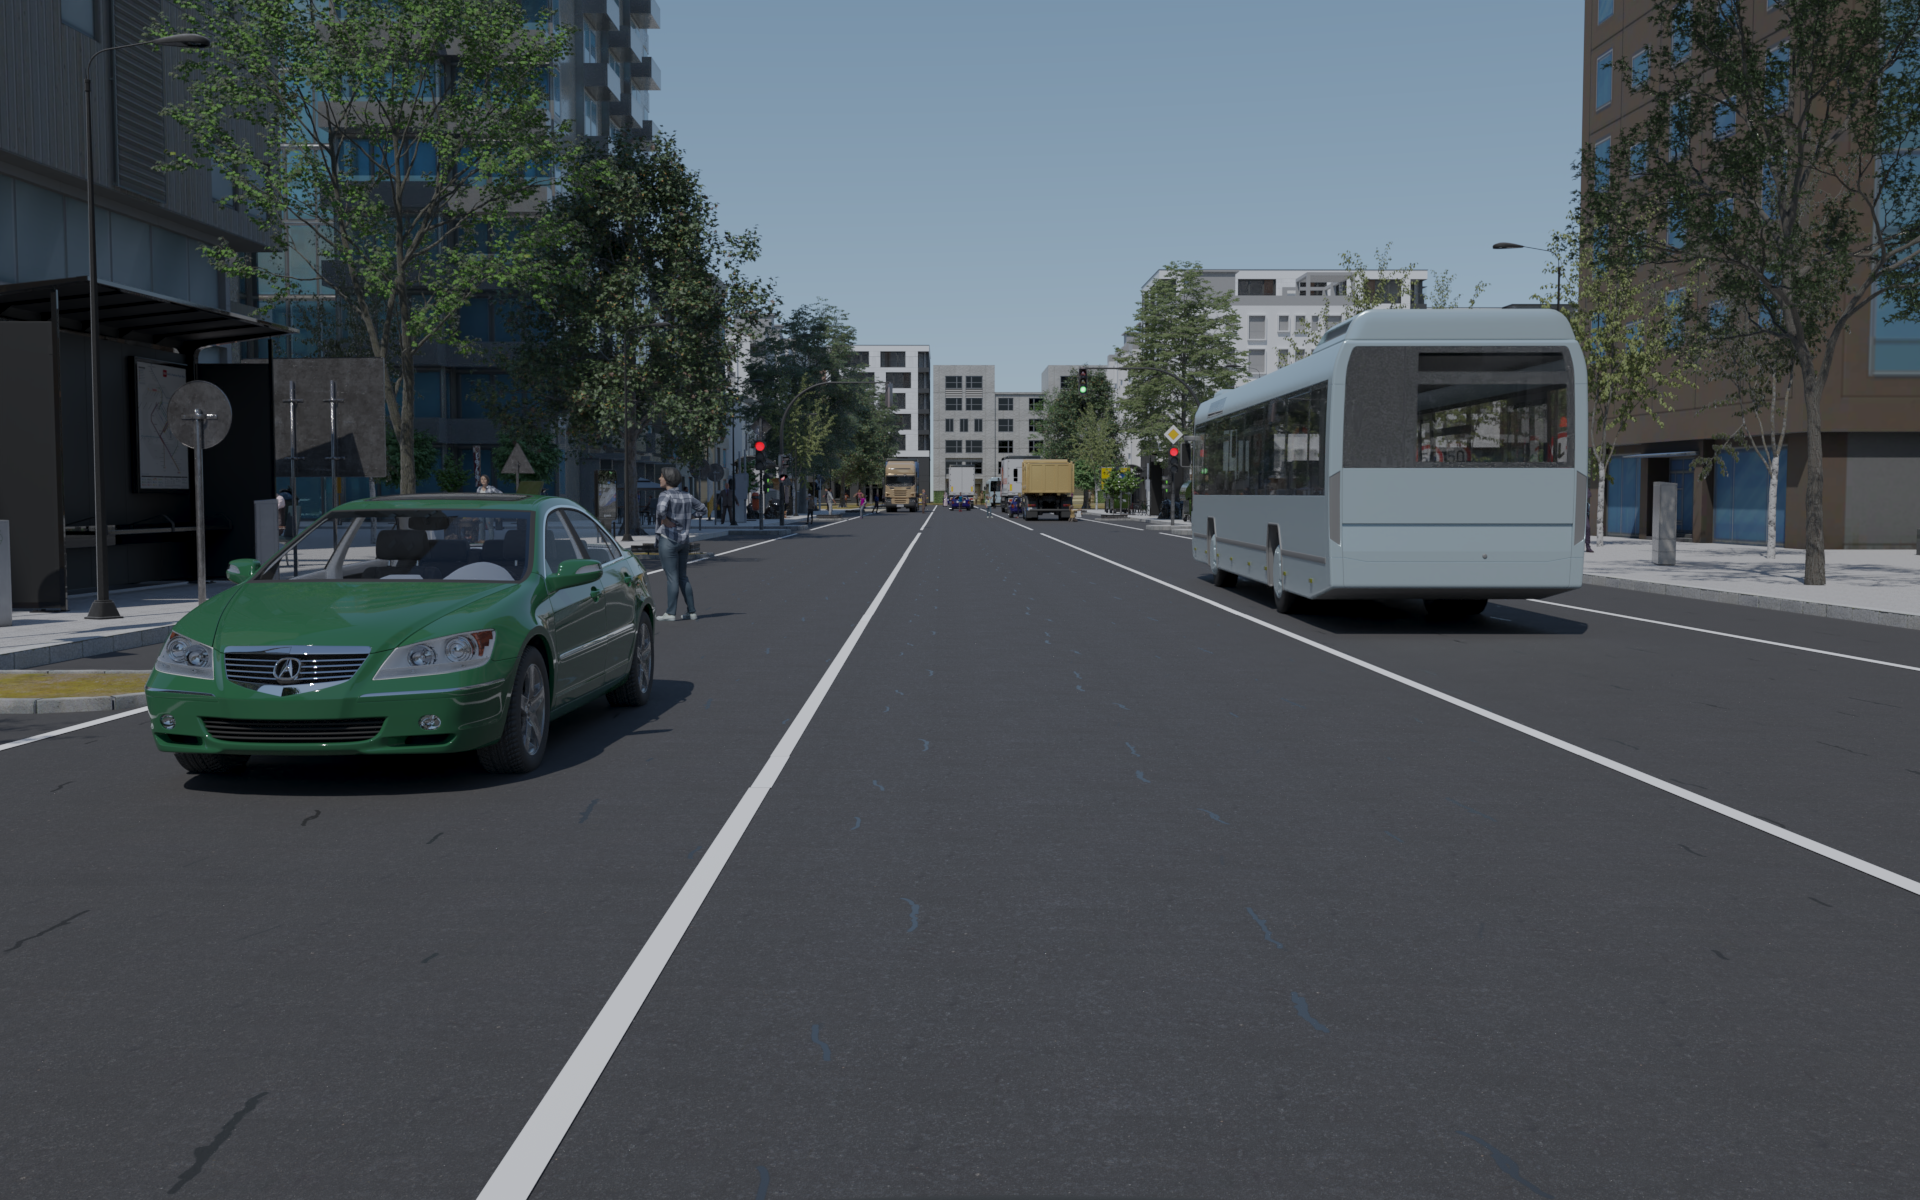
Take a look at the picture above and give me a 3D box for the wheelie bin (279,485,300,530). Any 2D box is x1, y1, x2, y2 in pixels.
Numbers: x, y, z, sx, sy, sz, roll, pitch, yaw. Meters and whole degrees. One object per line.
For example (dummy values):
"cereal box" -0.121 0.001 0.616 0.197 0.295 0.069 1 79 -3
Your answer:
"wheelie bin" -23.953 -3.300 61.863 0.693 1.594 0.980 -1 4 -18

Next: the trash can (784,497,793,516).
"trash can" -10.093 -5.497 101.536 0.748 1.137 0.748 0 3 0

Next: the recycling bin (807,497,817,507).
"recycling bin" -11.398 -7.333 132.453 0.722 1.027 0.722 -1 4 -23

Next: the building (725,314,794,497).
"building" -26.013 -19.738 179.144 16.016 20.091 11.380 0 4 -1

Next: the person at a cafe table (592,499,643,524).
"person at a cafe table" -14.982 -3.902 74.651 1.726 1.238 1.698 -3 5 -43

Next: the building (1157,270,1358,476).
"building" 25.544 -18.073 151.907 16.016 20.091 11.380 0 4 -1

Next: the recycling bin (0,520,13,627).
"recycling bin" -9.644 -0.247 16.588 0.722 1.027 0.722 1 4 18

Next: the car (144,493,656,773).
"car" -3.065 0.085 10.411 2.131 1.459 4.920 0 4 1

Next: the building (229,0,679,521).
"building" -28.207 -28.854 91.367 23.786 49.044 30.456 0 4 -1

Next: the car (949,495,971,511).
"car" 0.004 -8.359 149.251 1.945 1.354 3.894 0 4 -2

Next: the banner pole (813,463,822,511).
"banner pole" -10.711 -8.530 129.480 0.863 3.779 0.401 1 4 10

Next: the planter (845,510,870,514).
"planter" -7.397 -6.202 122.542 1.991 0.319 1.994 0 4 -1

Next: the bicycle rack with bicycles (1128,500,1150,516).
"bicycle rack with bicycles" 11.272 -5.487 103.088 2.852 0.926 2.925 0 4 1

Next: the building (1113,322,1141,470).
"building" 26.170 -20.761 195.859 16.016 20.091 11.380 0 4 -1

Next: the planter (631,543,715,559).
"planter" -6.619 -1.106 39.224 1.991 0.319 1.994 0 4 -1

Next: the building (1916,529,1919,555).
"building" 29.817 -29.462 23.701 21.231 58.520 28.212 0 4 -1

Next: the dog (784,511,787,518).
"dog" -9.400 -4.529 91.777 0.550 0.427 0.748 -3 5 -42

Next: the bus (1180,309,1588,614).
"bus" 5.097 -1.773 23.852 2.948 3.499 13.247 0 4 1

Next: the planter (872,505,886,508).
"planter" -7.855 -9.280 172.875 1.991 0.319 1.994 0 4 -1

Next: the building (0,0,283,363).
"building" -33.486 -27.466 38.301 27.495 52.752 28.713 0 4 -1

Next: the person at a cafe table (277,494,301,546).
"person at a cafe table" -12.389 -1.332 30.295 1.698 1.524 1.622 3 5 42

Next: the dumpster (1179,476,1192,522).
"dumpster" 10.860 -4.666 78.788 1.502 2.255 1.985 0 4 0

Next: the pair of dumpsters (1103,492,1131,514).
"pair of dumpsters" 10.391 -6.803 113.728 1.574 2.255 4.437 0 4 -1

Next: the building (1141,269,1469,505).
"building" 31.813 -20.178 173.892 27.936 21.610 32.646 0 4 -1

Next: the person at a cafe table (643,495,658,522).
"person at a cafe table" -14.362 -4.175 79.120 1.698 1.238 1.726 -3 4 -39

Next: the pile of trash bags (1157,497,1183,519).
"pile of trash bags" 11.395 -4.779 87.890 1.912 1.369 3.447 -1 4 -16

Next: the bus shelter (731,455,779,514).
"bus shelter" -11.006 -6.077 93.276 2.014 3.302 5.546 0 4 0

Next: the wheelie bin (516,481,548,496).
"wheelie bin" -10.372 -2.080 41.914 0.980 1.594 0.693 1 4 16

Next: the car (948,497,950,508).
"car" -0.282 -10.403 179.686 1.945 1.707 3.694 0 4 0

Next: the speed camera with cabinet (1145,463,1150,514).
"speed camera with cabinet" 12.208 -7.103 110.472 0.660 3.252 2.038 0 4 3

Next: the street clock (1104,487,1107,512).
"street clock" 10.528 -7.346 124.674 0.358 2.002 0.471 2 4 35

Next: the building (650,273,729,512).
"building" -32.986 -17.415 129.771 27.650 21.520 28.899 0 4 -1

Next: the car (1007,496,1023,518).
"car" 3.825 -5.656 105.049 1.945 1.354 3.894 0 4 0

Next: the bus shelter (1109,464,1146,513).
"bus shelter" 11.526 -7.698 119.780 2.014 3.302 5.546 0 4 0

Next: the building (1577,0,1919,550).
"building" 25.954 -24.167 45.235 14.600 45.320 14.200 0 4 -1

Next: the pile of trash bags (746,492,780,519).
"pile of trash bags" -10.138 -4.811 88.416 1.912 1.369 3.447 0 4 3

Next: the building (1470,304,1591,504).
"building" 62.578 -21.775 199.995 32.646 21.610 27.936 0 4 -1

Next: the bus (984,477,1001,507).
"bus" 4.358 -12.395 197.520 2.948 3.499 13.247 0 4 -1

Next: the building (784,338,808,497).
"building" -34.408 -20.699 204.882 31.486 18.905 16.747 0 4 -1

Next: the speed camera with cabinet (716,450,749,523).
"speed camera with cabinet" -10.748 -5.280 80.670 0.660 3.252 2.038 -2 4 -35

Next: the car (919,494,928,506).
"car" -4.744 -11.878 204.428 2.015 1.641 3.980 0 4 -1

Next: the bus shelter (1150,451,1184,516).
"bus shelter" 11.374 -6.408 96.055 1.731 3.624 6.357 0 4 0

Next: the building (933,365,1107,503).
"building" 11.996 -23.197 245.721 31.486 18.905 16.747 0 4 -1

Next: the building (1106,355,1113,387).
"building" 25.643 -21.470 207.454 16.016 20.091 11.380 0 4 -1

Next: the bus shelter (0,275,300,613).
"bus shelter" -10.259 -1.863 21.751 1.731 3.624 6.357 0 4 0

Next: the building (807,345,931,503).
"building" -20.623 -24.883 250.807 32.646 21.610 27.936 0 4 -1

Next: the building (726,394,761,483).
"building" -22.882 -13.312 159.803 9.099 9.664 28.070 0 4 -1

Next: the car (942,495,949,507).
"car" -1.089 -11.409 199.109 1.945 1.354 3.894 0 4 1

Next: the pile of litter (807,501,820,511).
"pile of litter" -11.399 -7.141 130.716 1.719 0.858 1.176 -1 4 -10

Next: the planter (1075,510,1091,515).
"planter" 8.183 -6.164 121.920 1.991 0.319 1.994 0 4 -1

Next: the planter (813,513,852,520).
"planter" -7.134 -4.517 94.990 1.991 0.319 1.994 0 4 -1

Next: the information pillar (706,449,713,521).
"information pillar" -11.976 -5.603 82.964 0.183 3.616 0.504 1 4 18
